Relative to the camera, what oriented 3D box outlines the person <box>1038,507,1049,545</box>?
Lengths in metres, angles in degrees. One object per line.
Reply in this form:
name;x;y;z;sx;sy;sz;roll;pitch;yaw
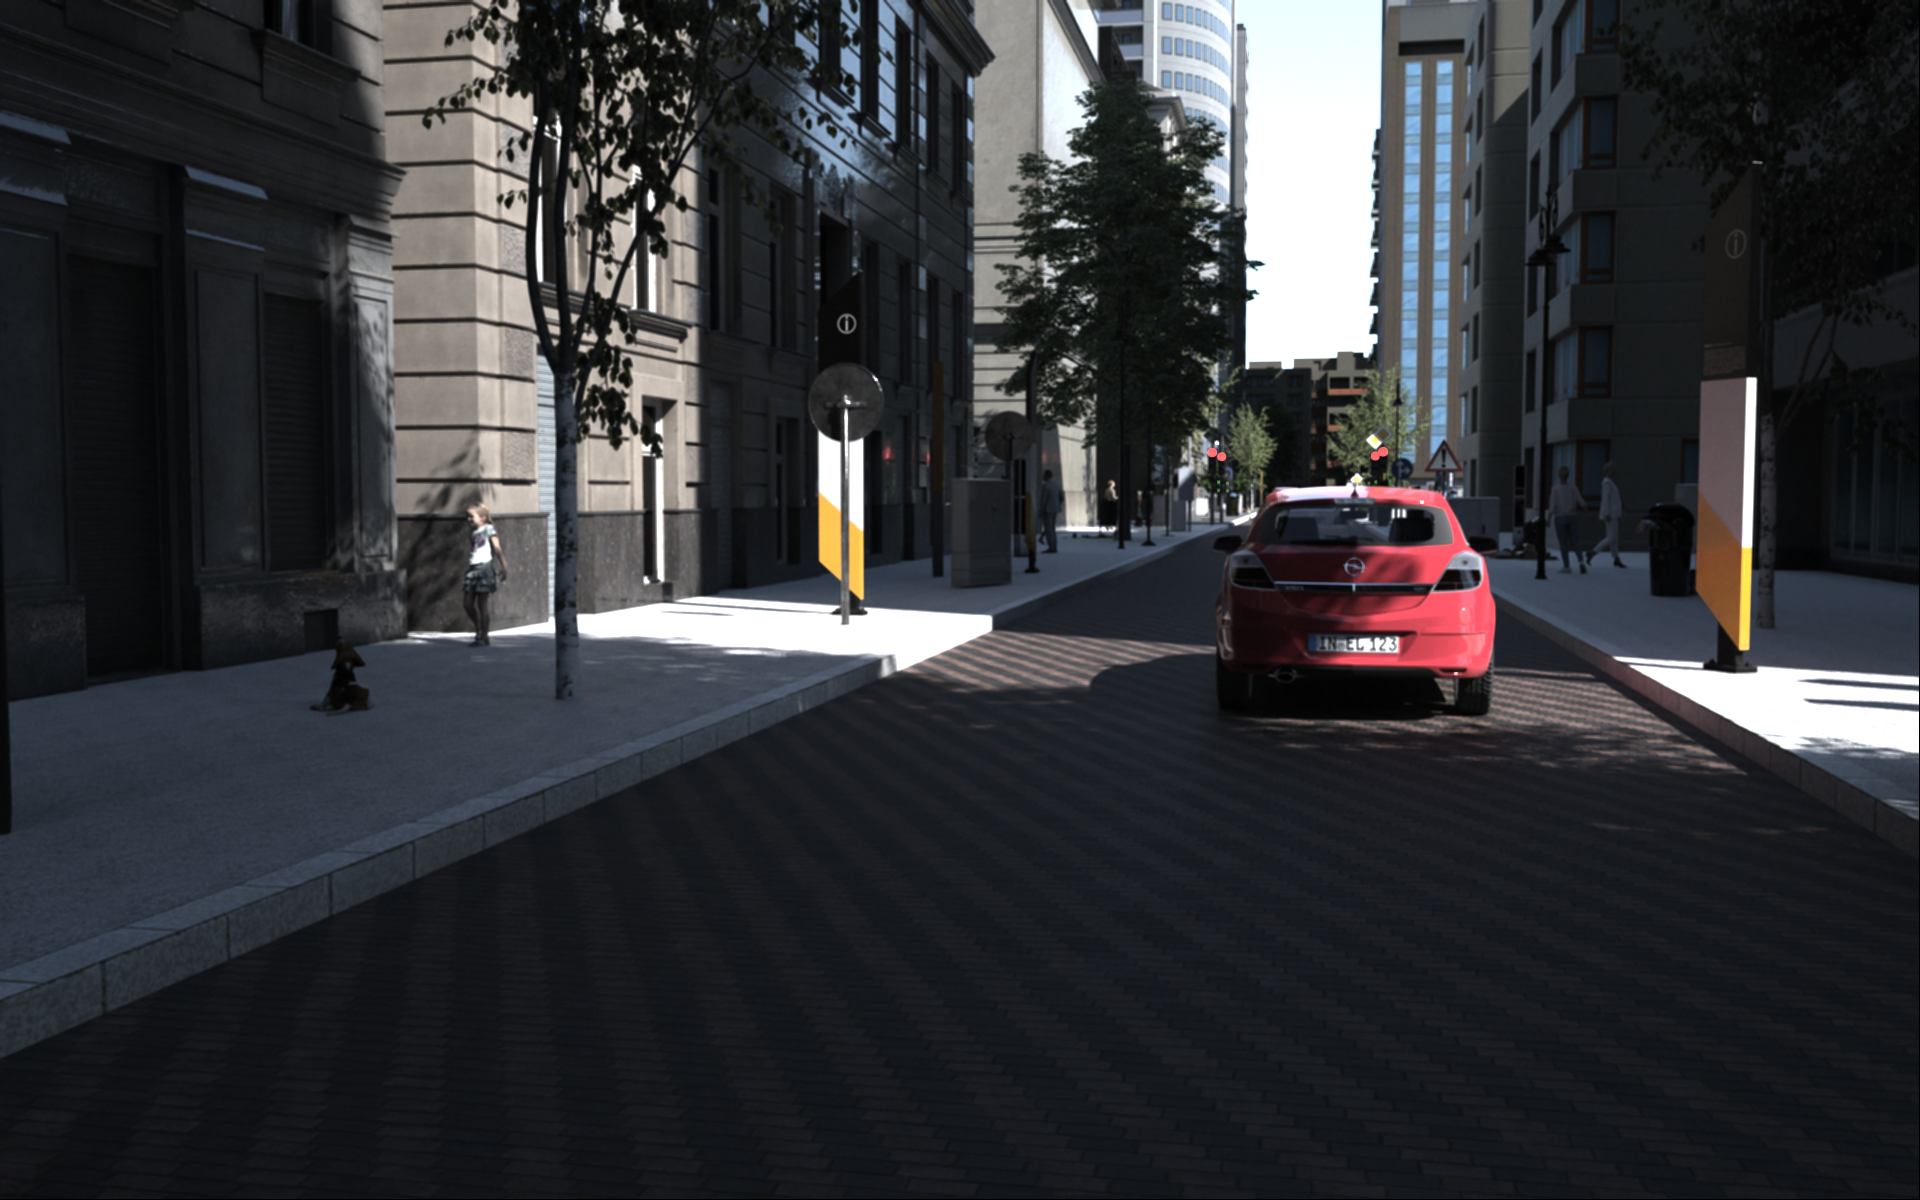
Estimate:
person;2.209;-2.063;44.048;0.475;1.303;0.640;-3;5;-42

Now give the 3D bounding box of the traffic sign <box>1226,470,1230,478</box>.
traffic sign;13.303;-5.379;88.047;0.768;2.556;0.104;1;4;17

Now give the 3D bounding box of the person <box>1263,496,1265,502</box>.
person;36.379;-12.238;206.662;1.217;1.766;0.721;2;4;27

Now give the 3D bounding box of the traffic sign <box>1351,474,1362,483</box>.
traffic sign;25.137;-6.721;109.621;0.795;2.593;0.064;1;4;12

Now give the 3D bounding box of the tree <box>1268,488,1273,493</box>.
tree;35.825;-12.799;203.863;1.663;3.219;1.824;0;3;0

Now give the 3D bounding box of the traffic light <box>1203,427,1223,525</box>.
traffic light;10.395;-5.032;71.199;0.839;4.253;0.868;1;4;11

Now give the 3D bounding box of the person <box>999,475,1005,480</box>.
person;1.129;-2.604;48.721;0.767;1.812;0.694;-3;5;-39

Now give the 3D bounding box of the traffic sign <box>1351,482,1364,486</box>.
traffic sign;27.347;-7.286;119.136;0.884;2.594;0.081;1;4;14

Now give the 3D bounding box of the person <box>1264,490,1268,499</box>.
person;33.186;-11.029;187.307;0.436;1.711;0.756;-1;4;-13

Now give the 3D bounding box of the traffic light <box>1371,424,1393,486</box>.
traffic light;17.028;-4.952;69.890;0.839;4.253;0.868;1;4;11

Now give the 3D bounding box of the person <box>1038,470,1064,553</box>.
person;1.970;-1.931;37.709;0.391;1.810;0.635;2;4;34

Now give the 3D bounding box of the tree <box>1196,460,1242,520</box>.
tree;12.576;-5.572;85.702;1.663;3.219;1.824;0;3;0

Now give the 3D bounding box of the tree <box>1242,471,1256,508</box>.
tree;20.520;-8.119;127.346;1.663;3.219;1.824;0;3;0

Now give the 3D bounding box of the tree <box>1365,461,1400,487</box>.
tree;21.241;-5.632;86.684;1.663;3.219;1.824;0;3;0

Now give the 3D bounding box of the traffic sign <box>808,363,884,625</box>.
traffic sign;-1.122;-1.026;16.874;0.768;2.556;0.104;1;4;14

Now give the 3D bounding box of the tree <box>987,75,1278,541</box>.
tree;4.543;-7.948;48.084;7.486;12.596;7.792;0;3;0

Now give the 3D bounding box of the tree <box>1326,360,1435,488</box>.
tree;23.623;-8.862;95.261;4.737;8.622;4.395;0;3;0

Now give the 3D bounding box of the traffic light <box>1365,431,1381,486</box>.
traffic light;18.598;-5.431;77.720;0.839;4.253;0.868;1;4;11

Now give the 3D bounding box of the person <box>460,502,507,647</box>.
person;-3.979;-0.218;14.630;0.505;1.210;0.382;2;4;31

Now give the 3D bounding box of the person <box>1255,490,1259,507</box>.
person;28.815;-9.890;168.457;0.721;1.743;1.217;1;4;15

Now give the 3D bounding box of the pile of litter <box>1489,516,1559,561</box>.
pile of litter;11.151;-1.239;34.218;1.176;0.858;1.719;0;4;-1

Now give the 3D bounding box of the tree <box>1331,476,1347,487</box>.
tree;43.592;-12.351;196.545;1.663;3.219;1.824;0;3;0

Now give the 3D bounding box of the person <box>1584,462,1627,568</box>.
person;11.242;-1.480;30.124;0.818;1.842;0.514;0;4;-1

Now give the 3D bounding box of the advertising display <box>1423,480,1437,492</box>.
advertising display;22.427;-4.726;82.476;0.123;1.923;0.974;-1;4;-12

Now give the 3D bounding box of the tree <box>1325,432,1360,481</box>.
tree;44.932;-15.499;203.776;4.360;8.622;3.978;0;3;0

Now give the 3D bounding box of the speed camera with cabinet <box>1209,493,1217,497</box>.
speed camera with cabinet;21.542;-9.043;142.191;2.038;3.252;0.660;-3;5;-43

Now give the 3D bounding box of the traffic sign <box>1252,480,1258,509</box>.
traffic sign;26.148;-9.383;153.517;0.768;2.556;0.104;1;4;13

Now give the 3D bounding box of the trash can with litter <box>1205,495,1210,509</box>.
trash can with litter;21.545;-8.702;153.332;2.233;1.210;1.678;-1;4;-10

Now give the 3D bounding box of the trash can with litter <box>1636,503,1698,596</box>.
trash can with litter;9.050;-0.650;22.019;0.624;1.170;1.055;3;4;37

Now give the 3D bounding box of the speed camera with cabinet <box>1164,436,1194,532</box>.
speed camera with cabinet;7.526;-3.988;59.542;0.660;3.252;2.038;0;4;-6

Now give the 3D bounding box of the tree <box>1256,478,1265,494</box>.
tree;27.823;-10.468;165.756;1.663;3.219;1.824;0;3;0

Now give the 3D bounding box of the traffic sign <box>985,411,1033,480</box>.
traffic sign;0.738;-1.619;26.581;0.768;2.556;0.104;1;4;17

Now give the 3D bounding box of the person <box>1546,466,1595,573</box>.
person;9.970;-1.308;28.104;0.731;1.740;0.598;-1;4;-15

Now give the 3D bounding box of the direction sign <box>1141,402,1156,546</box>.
direction sign;4.684;-3.114;42.913;0.379;3.537;0.876;0;4;3

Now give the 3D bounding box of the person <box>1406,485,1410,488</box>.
person;24.390;-5.339;93.909;0.524;1.755;0.480;-1;4;-22

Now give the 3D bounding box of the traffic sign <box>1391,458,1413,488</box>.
traffic sign;15.581;-3.732;61.125;0.768;2.556;0.104;1;4;16

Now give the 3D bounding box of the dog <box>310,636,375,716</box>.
dog;-3.761;0.449;10.389;0.550;0.427;0.748;1;4;16

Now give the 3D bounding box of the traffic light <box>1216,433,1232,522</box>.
traffic light;11.965;-5.511;79.029;0.839;4.253;0.868;1;4;11

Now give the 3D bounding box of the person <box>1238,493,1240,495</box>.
person;24.248;-8.850;150.925;0.511;1.800;0.466;1;4;14

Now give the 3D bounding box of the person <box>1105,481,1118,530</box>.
person;5.353;-3.324;60.946;0.362;1.759;0.519;-2;4;-32

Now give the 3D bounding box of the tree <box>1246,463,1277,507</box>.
tree;30.529;-11.720;175.341;4.285;4.588;4.351;0;3;0

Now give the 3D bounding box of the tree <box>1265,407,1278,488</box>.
tree;23.113;-11.450;137.568;4.737;8.622;4.395;0;3;0

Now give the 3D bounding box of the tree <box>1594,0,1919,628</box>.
tree;7.845;-4.023;16.144;4.360;8.622;3.978;0;3;0

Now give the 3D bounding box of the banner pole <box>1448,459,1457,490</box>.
banner pole;34.921;-8.113;122.668;0.863;3.779;0.401;0;4;-8

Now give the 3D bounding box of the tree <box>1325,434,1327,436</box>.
tree;24.239;-9.220;101.117;4.737;8.622;4.395;0;3;0

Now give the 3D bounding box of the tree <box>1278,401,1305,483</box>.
tree;35.587;-17.121;198.060;7.486;12.596;7.792;0;3;0

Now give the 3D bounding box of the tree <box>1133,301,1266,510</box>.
tree;8.087;-6.959;64.145;4.737;8.622;4.395;0;3;0

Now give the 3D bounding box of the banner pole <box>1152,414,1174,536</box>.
banner pole;6.178;-3.852;52.991;0.863;3.779;0.401;3;5;45

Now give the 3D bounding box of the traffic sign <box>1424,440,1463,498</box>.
traffic sign;11.569;-2.536;41.469;0.884;2.594;0.081;1;4;15

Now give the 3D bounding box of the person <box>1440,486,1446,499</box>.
person;25.147;-5.115;90.421;0.760;1.731;0.466;-1;4;-15

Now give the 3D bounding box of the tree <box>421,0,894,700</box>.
tree;-2.236;-3.691;10.704;4.360;8.622;3.978;0;3;0

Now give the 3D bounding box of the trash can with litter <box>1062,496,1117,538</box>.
trash can with litter;3.940;-2.427;50.742;2.233;1.210;1.678;-1;4;-18

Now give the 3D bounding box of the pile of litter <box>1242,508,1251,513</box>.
pile of litter;19.566;-6.473;119.796;1.176;0.858;1.719;0;4;8
